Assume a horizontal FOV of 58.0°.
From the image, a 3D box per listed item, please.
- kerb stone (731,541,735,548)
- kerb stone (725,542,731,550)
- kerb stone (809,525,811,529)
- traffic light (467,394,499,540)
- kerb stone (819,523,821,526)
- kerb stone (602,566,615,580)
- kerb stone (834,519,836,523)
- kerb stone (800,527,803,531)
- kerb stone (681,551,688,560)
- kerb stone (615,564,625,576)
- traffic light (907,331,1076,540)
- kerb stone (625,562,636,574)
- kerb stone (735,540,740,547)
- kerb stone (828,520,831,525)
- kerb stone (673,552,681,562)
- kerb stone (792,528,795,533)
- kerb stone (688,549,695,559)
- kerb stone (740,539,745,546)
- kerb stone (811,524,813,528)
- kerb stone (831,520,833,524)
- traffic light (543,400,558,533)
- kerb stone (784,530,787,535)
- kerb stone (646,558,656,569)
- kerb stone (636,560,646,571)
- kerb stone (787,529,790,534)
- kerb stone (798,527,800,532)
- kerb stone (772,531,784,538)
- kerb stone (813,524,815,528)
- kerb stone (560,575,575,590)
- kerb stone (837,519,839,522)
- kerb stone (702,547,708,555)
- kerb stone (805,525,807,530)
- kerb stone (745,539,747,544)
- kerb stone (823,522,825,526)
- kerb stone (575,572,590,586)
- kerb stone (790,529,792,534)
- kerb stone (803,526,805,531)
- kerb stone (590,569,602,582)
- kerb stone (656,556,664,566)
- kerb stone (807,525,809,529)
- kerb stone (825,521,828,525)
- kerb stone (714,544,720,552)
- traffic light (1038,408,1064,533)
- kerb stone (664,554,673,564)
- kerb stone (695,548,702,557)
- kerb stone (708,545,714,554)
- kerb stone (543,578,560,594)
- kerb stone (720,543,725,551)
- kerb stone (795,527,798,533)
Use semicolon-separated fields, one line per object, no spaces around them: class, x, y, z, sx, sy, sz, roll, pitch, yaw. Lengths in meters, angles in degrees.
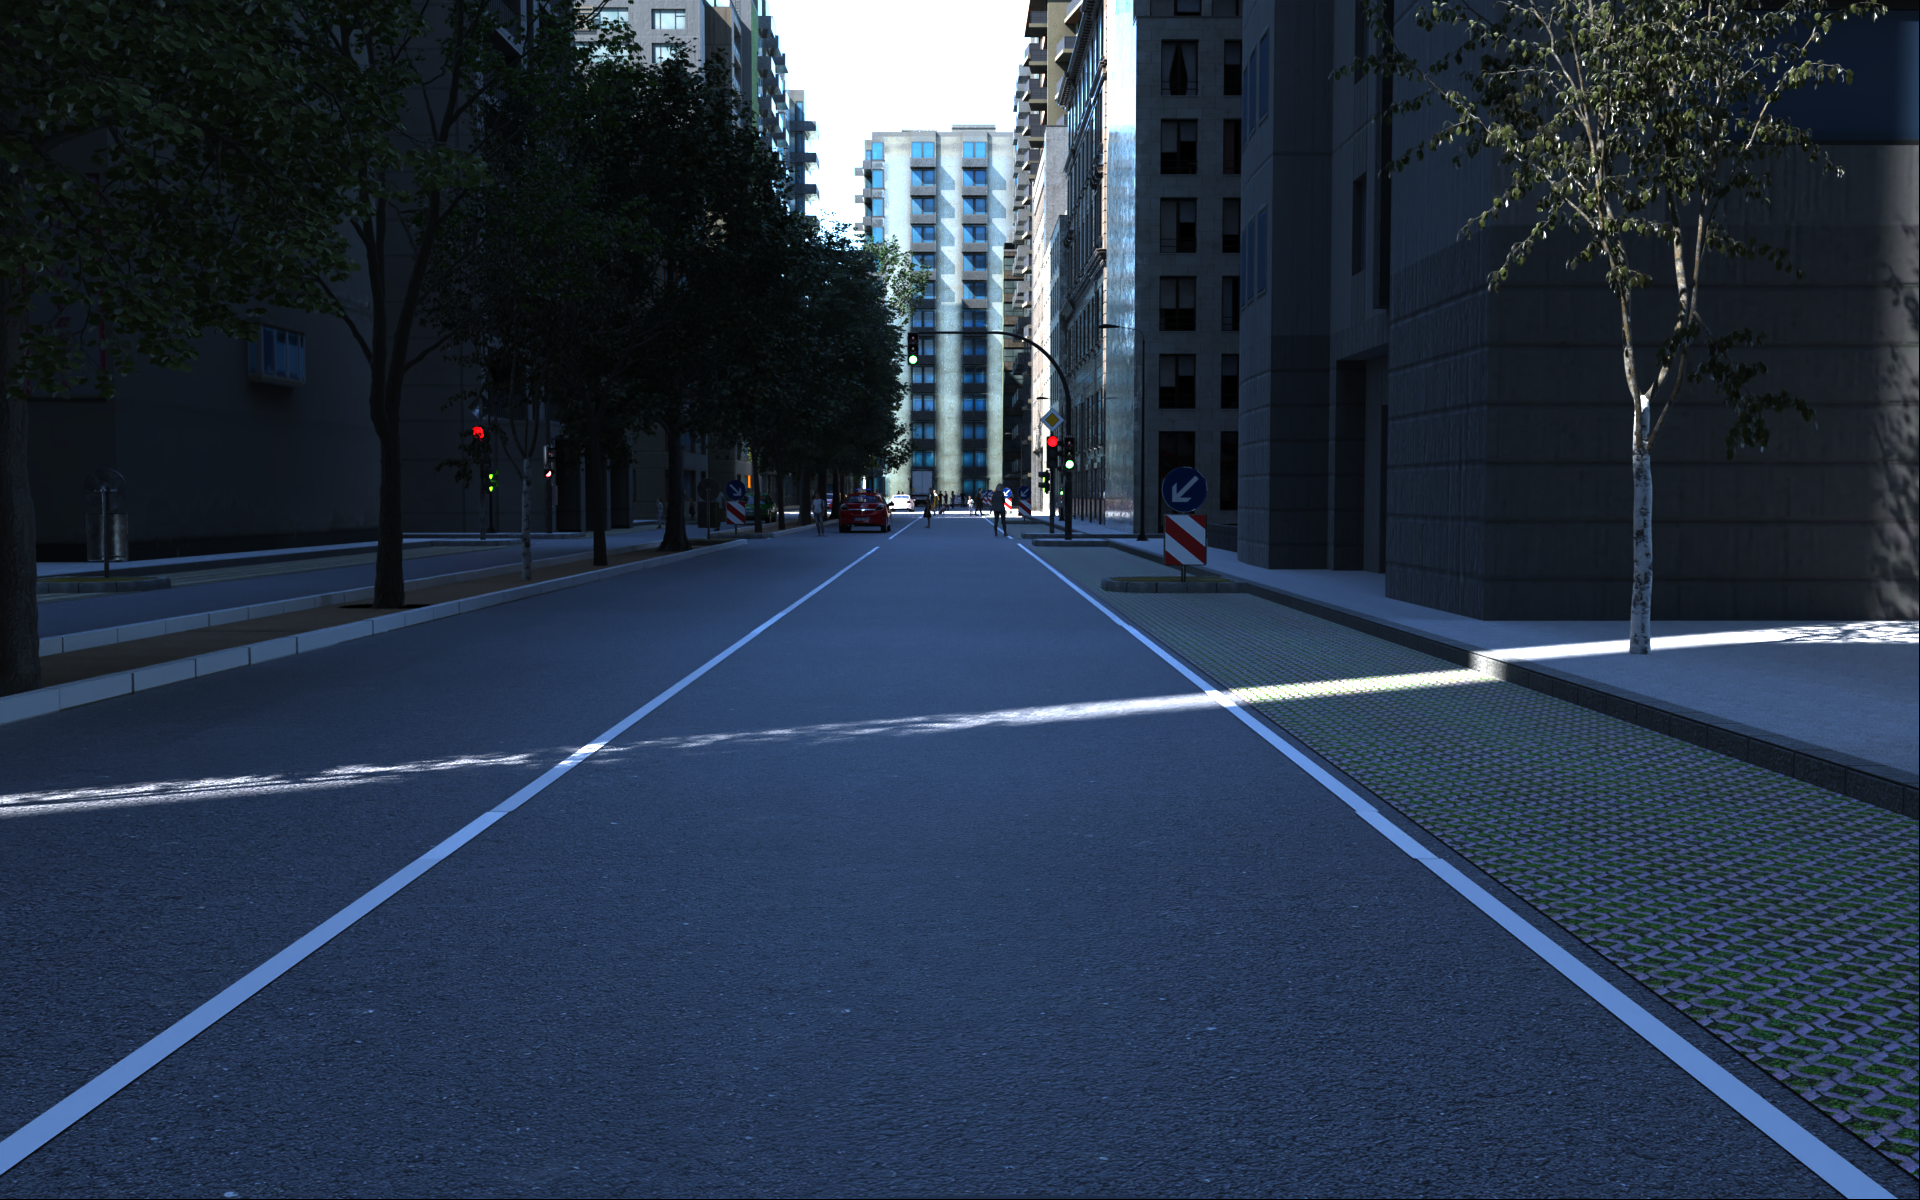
kerb stone;-6.125;-1.440;45.747;0.120;0.150;1.000;0;4;0
kerb stone;-6.115;-1.373;44.725;0.120;0.150;1.000;0;4;0
kerb stone;-6.205;-2.913;69.910;0.120;0.150;1.000;0;4;0
traffic light;-13.349;-3.638;48.410;0.839;4.253;0.868;0;4;0
kerb stone;-6.228;-3.232;75.032;0.120;0.150;1.000;0;4;0
kerb stone;-6.055;-0.437;29.348;0.120;0.150;1.000;0;4;0
kerb stone;-6.259;-3.791;84.246;0.120;0.150;1.000;0;4;0
kerb stone;-6.185;-2.664;65.813;0.120;0.150;1.000;0;4;0
kerb stone;-6.086;-0.937;37.542;0.120;0.150;1.000;0;4;0
kerb stone;-6.067;-0.500;30.371;0.120;0.150;1.000;0;4;0
traffic light;0.921;-4.506;48.335;4.771;5.953;1.251;0;4;0
kerb stone;-6.069;-0.563;31.396;0.120;0.150;1.000;0;4;0
kerb stone;-6.123;-1.503;46.777;0.120;0.150;1.000;0;4;0
kerb stone;-6.239;-3.607;81.174;0.120;0.150;1.000;0;4;0
kerb stone;-6.083;-0.876;36.520;0.120;0.150;1.000;0;4;0
kerb stone;-6.175;-2.480;62.746;0.120;0.150;1.000;0;4;0
kerb stone;-6.088;-1.001;38.566;0.120;0.150;1.000;0;4;0
kerb stone;-6.124;-1.566;47.799;0.120;0.150;1.000;0;4;0
kerb stone;-6.210;-2.981;70.932;0.120;0.150;1.000;0;4;0
kerb stone;-6.250;-3.670;82.196;0.120;0.150;1.000;0;4;0
traffic light;-11.286;-5.001;56.437;4.771;5.953;1.251;0;4;0
kerb stone;-6.167;-2.289;59.679;0.120;0.150;1.000;0;4;0
kerb stone;-6.063;-0.688;33.451;0.120;0.150;1.000;0;4;0
kerb stone;-6.071;-0.625;32.418;0.120;0.150;1.000;0;4;0
kerb stone;-6.169;-2.347;60.702;0.120;0.150;1.000;0;4;0
kerb stone;-6.191;-2.602;64.791;0.120;0.150;1.000;0;4;0
kerb stone;-6.163;-2.223;58.646;0.120;0.150;1.000;0;4;0
kerb stone;-6.220;-3.044;71.959;0.120;0.150;1.000;0;4;0
kerb stone;-6.045;-0.250;26.282;0.120;0.150;1.000;0;4;0
kerb stone;-6.265;-3.920;86.295;0.120;0.150;1.000;0;4;0
kerb stone;-6.098;-1.127;40.627;0.120;0.150;1.000;0;4;0
kerb stone;-6.197;-2.793;67.865;0.120;0.150;1.000;0;4;0
kerb stone;-6.126;-1.629;48.823;0.120;0.150;1.000;0;4;0
kerb stone;-6.223;-3.357;77.077;0.120;0.150;1.000;0;4;0
kerb stone;-6.044;-0.312;27.304;0.120;0.150;1.000;0;4;0
kerb stone;-6.179;-2.416;61.724;0.120;0.150;1.000;0;4;0
kerb stone;-6.195;-2.729;66.838;0.120;0.150;1.000;0;4;0
kerb stone;-6.058;-0.375;28.326;0.120;0.150;1.000;0;4;0
kerb stone;-6.081;-0.751;34.476;0.120;0.150;1.000;0;4;0
kerb stone;-6.198;-2.848;68.888;0.120;0.150;1.000;0;4;0
kerb stone;-6.232;-3.482;79.127;0.120;0.150;1.000;0;4;0
kerb stone;-6.111;-1.252;42.672;0.120;0.150;1.000;0;4;0
traffic light;2.984;-4.131;56.469;0.839;4.253;0.868;0;4;0
kerb stone;-6.077;-0.814;35.498;0.120;0.150;1.000;0;4;0
kerb stone;-6.097;-1.065;39.603;0.120;0.150;1.000;0;4;0
kerb stone;-6.105;-1.189;41.650;0.120;0.150;1.000;0;4;0
kerb stone;-6.045;-0.187;25.256;0.120;0.150;1.000;0;4;0
kerb stone;-6.113;-1.314;43.696;0.120;0.150;1.000;0;4;0
kerb stone;-6.181;-2.539;63.769;0.120;0.150;1.000;0;4;0
